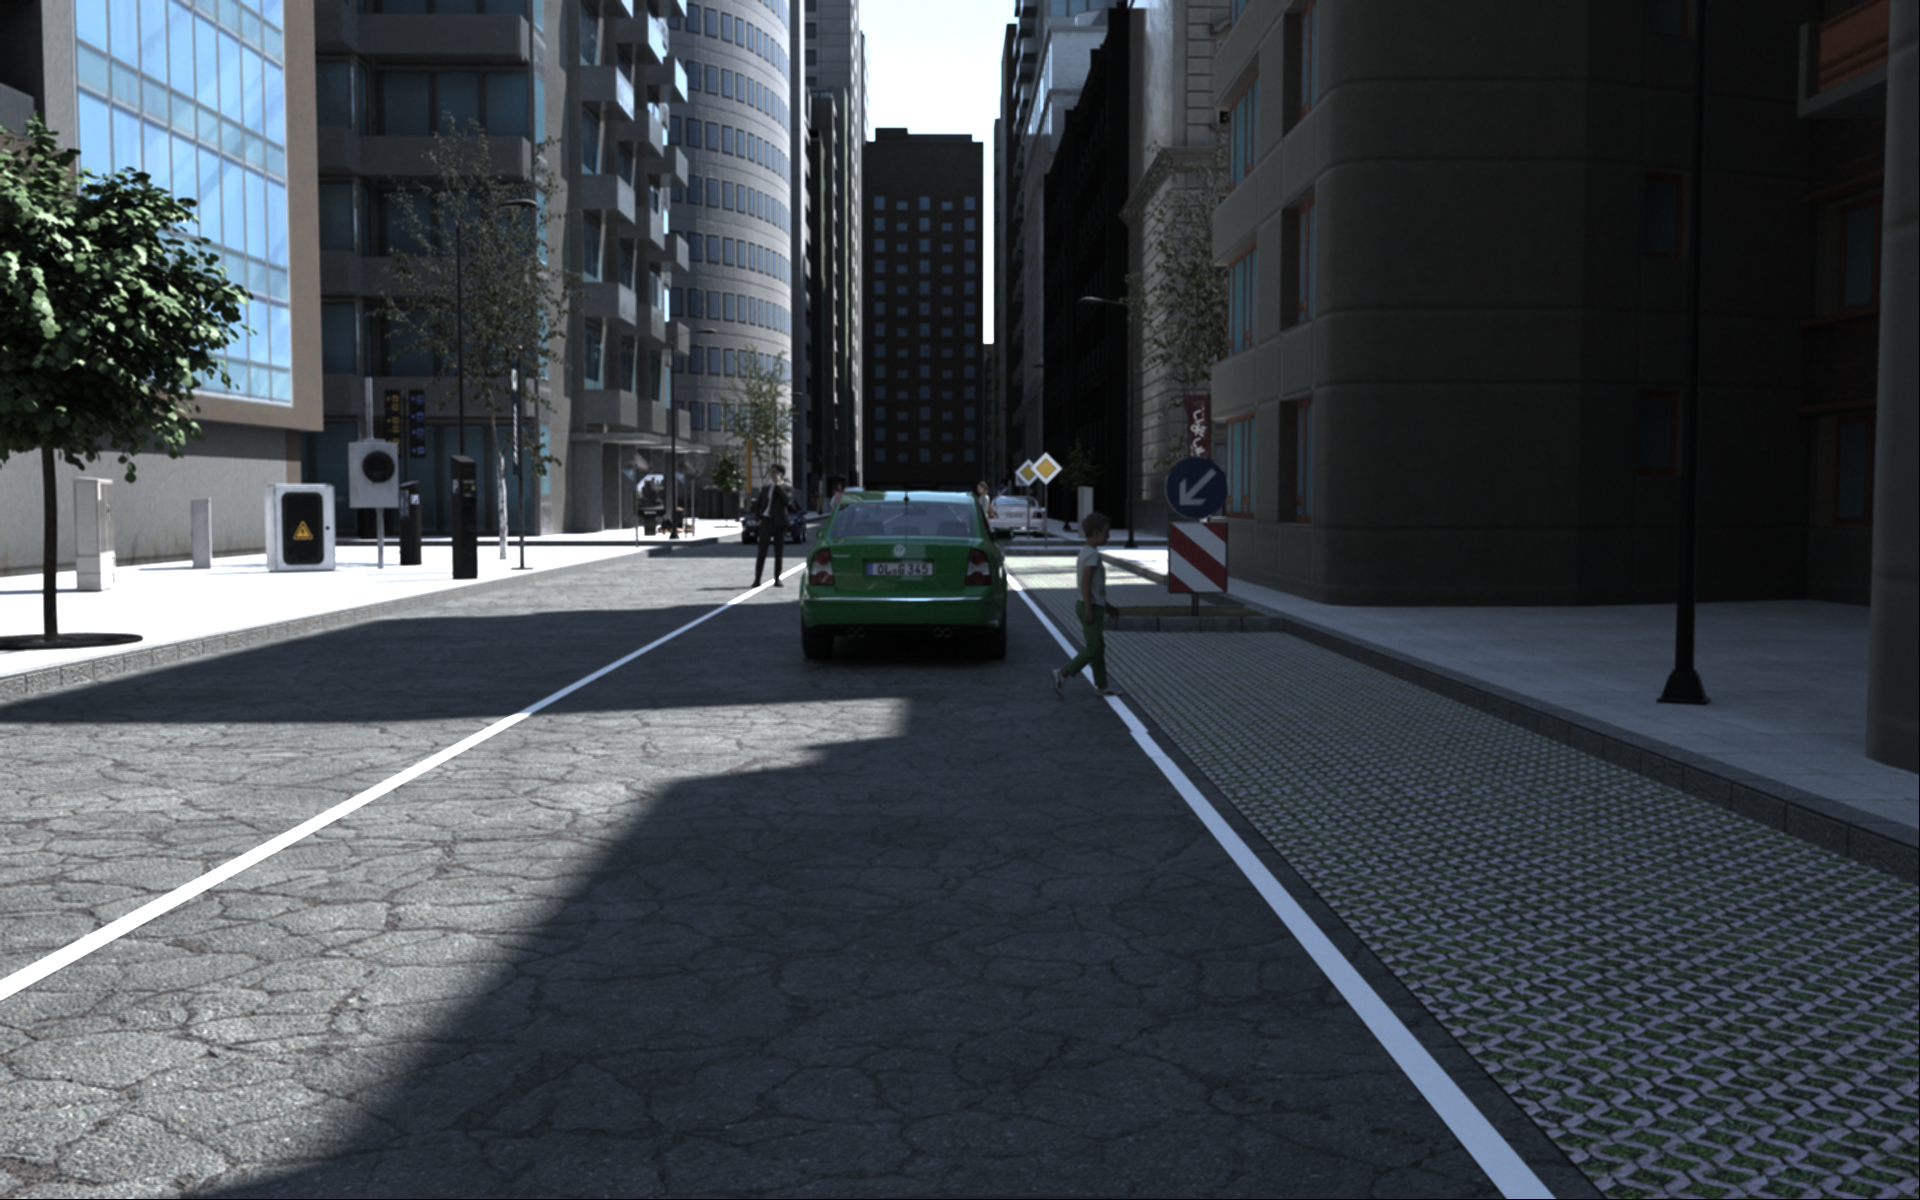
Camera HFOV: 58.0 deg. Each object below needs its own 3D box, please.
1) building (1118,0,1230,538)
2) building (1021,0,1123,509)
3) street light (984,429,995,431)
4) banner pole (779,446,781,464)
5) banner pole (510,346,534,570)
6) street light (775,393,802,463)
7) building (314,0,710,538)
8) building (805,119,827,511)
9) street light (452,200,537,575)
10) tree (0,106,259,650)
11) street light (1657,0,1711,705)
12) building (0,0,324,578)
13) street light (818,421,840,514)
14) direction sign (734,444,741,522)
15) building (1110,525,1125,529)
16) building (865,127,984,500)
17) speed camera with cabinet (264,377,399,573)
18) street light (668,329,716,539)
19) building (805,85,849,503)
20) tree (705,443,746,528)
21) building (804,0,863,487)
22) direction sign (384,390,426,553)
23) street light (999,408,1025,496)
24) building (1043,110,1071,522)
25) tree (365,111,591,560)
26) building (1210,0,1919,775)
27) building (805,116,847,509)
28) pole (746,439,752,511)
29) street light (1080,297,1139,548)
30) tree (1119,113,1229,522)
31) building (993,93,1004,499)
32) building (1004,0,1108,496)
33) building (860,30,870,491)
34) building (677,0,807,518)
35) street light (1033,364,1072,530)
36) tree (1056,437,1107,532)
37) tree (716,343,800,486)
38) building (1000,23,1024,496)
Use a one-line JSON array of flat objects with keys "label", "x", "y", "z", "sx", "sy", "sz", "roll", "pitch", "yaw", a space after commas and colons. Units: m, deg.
[{"label": "building", "x": 18.070, "y": -15.780, "z": 55.272, "sx": 25.104, "sy": 27.353, "sz": 12.463, "roll": 0, "pitch": 4, "yaw": -1}, {"label": "building", "x": 10.120, "y": -20.271, "z": 108.916, "sx": 11.434, "sy": 29.767, "sz": 29.804, "roll": 0, "pitch": 4, "yaw": -1}, {"label": "street light", "x": 2.405, "y": -9.239, "z": 123.604, "sx": 1.470, "sy": 5.913, "sz": 1.316, "roll": 0, "pitch": 4, "yaw": -1}, {"label": "banner pole", "x": -9.190, "y": -6.030, "z": 88.605, "sx": 0.401, "sy": 3.779, "sz": 0.863, "roll": -1, "pitch": 4, "yaw": -10}, {"label": "banner pole", "x": -7.434, "y": -2.391, "z": 29.109, "sx": 0.401, "sy": 3.779, "sz": 0.863, "roll": 0, "pitch": 4, "yaw": -3}, {"label": "street light", "x": -7.945, "y": -6.552, "z": 79.672, "sx": 1.470, "sy": 5.913, "sz": 1.316, "roll": 0, "pitch": 4, "yaw": -1}, {"label": "building", "x": -22.328, "y": -27.135, "z": 63.272, "sx": 23.786, "sy": 49.044, "sz": 30.456, "roll": 0, "pitch": 4, "yaw": -1}, {"label": "building", "x": -17.657, "y": -21.979, "z": 131.056, "sx": 14.160, "sy": 30.474, "sz": 14.107, "roll": 0, "pitch": 4, "yaw": -1}, {"label": "street light", "x": -7.379, "y": -3.361, "z": 27.487, "sx": 1.470, "sy": 5.913, "sz": 1.316, "roll": 0, "pitch": 4, "yaw": -1}, {"label": "tree", "x": -7.784, "y": -1.896, "z": 14.717, "sx": 4.285, "sy": 4.588, "sz": 4.351, "roll": 0, "pitch": 3, "yaw": 0}, {"label": "street light", "x": 3.933, "y": -2.323, "z": 10.529, "sx": 1.470, "sy": 5.913, "sz": 1.316, "roll": 0, "pitch": 4, "yaw": -1}, {"label": "building", "x": -21.462, "y": -23.304, "z": 31.127, "sx": 14.200, "sy": 45.320, "sz": 14.600, "roll": 0, "pitch": 4, "yaw": -1}, {"label": "street light", "x": -8.390, "y": -8.456, "z": 110.794, "sx": 1.470, "sy": 5.913, "sz": 1.316, "roll": 0, "pitch": 4, "yaw": -1}, {"label": "direction sign", "x": -10.134, "y": -5.321, "z": 78.989, "sx": 0.379, "sy": 3.537, "sz": 0.876, "roll": 0, "pitch": 4, "yaw": -7}, {"label": "building", "x": 11.340, "y": -14.700, "z": 70.024, "sx": 12.332, "sy": 23.373, "sz": 15.834, "roll": 0, "pitch": 4, "yaw": -1}, {"label": "building", "x": -4.321, "y": -34.532, "z": 214.707, "sx": 14.200, "sy": 45.320, "sz": 14.600, "roll": 0, "pitch": 4, "yaw": -1}, {"label": "speed camera with cabinet", "x": -10.461, "y": -2.111, "z": 28.851, "sx": 2.038, "sy": 3.252, "sz": 0.660, "roll": -3, "pitch": 4, "yaw": -36}, {"label": "street light", "x": -7.559, "y": -4.672, "z": 48.932, "sx": 1.470, "sy": 5.913, "sz": 1.316, "roll": 0, "pitch": 4, "yaw": -1}, {"label": "building", "x": -18.263, "y": -29.673, "z": 168.741, "sx": 14.154, "sy": 41.232, "sz": 14.086, "roll": 0, "pitch": 4, "yaw": -1}, {"label": "tree", "x": -8.808, "y": -4.381, "z": 66.228, "sx": 1.663, "sy": 3.219, "sz": 1.824, "roll": 0, "pitch": 3, "yaw": 0}, {"label": "building", "x": -21.407, "y": -45.838, "z": 187.709, "sx": 20.611, "sy": 71.187, "sz": 20.563, "roll": 0, "pitch": 4, "yaw": -1}, {"label": "direction sign", "x": -12.042, "y": -2.793, "z": 37.665, "sx": 0.876, "sy": 3.537, "sz": 0.379, "roll": 0, "pitch": 4, "yaw": 2}, {"label": "street light", "x": 2.908, "y": -7.371, "z": 93.055, "sx": 1.470, "sy": 5.913, "sz": 1.316, "roll": 0, "pitch": 4, "yaw": -1}, {"label": "building", "x": 10.786, "y": -15.698, "z": 86.340, "sx": 12.332, "sy": 23.373, "sz": 15.834, "roll": 0, "pitch": 4, "yaw": -1}, {"label": "tree", "x": -8.997, "y": -5.078, "z": 33.395, "sx": 4.360, "sy": 8.622, "sz": 3.978, "roll": 0, "pitch": 3, "yaw": 0}, {"label": "building", "x": 18.133, "y": -10.318, "z": 13.736, "sx": 27.650, "sy": 21.520, "sz": 28.899, "roll": 0, "pitch": 4, "yaw": -1}, {"label": "building", "x": -26.273, "y": -27.999, "z": 149.668, "sx": 32.217, "sy": 40.220, "sz": 23.993, "roll": 0, "pitch": 4, "yaw": -1}, {"label": "pole", "x": -7.795, "y": -4.290, "z": 63.987, "sx": 0.158, "sy": 3.312, "sz": 0.155, "roll": 0, "pitch": 3, "yaw": 0}, {"label": "street light", "x": 3.534, "y": -4.192, "z": 41.077, "sx": 1.470, "sy": 5.913, "sz": 1.316, "roll": 0, "pitch": 4, "yaw": -1}, {"label": "tree", "x": 5.017, "y": -5.148, "z": 34.526, "sx": 4.360, "sy": 8.622, "sz": 3.978, "roll": 0, "pitch": 3, "yaw": 0}, {"label": "building", "x": 10.993, "y": -30.214, "z": 177.586, "sx": 14.154, "sy": 41.232, "sz": 14.086, "roll": 0, "pitch": 4, "yaw": -1}, {"label": "building", "x": 15.773, "y": -31.883, "z": 140.887, "sx": 23.786, "sy": 49.044, "sz": 30.456, "roll": 0, "pitch": 4, "yaw": -1}, {"label": "building", "x": -25.585, "y": -41.398, "z": 218.848, "sx": 28.212, "sy": 58.520, "sz": 21.231, "roll": 0, "pitch": 4, "yaw": -1}, {"label": "building", "x": -20.754, "y": -34.274, "z": 102.373, "sx": 21.231, "sy": 58.520, "sz": 28.212, "roll": 0, "pitch": 4, "yaw": -1}, {"label": "street light", "x": 3.305, "y": -5.478, "z": 62.113, "sx": 1.470, "sy": 5.913, "sz": 1.316, "roll": 0, "pitch": 4, "yaw": -1}, {"label": "tree", "x": 3.918, "y": -3.926, "z": 58.788, "sx": 1.663, "sy": 3.219, "sz": 1.824, "roll": 0, "pitch": 3, "yaw": 0}, {"label": "tree", "x": -9.569, "y": -8.144, "z": 83.515, "sx": 4.737, "sy": 8.622, "sz": 4.395, "roll": 0, "pitch": 3, "yaw": 0}, {"label": "building", "x": 10.959, "y": -31.383, "z": 163.229, "sx": 14.600, "sy": 45.320, "sz": 14.200, "roll": 0, "pitch": 4, "yaw": -1}]
